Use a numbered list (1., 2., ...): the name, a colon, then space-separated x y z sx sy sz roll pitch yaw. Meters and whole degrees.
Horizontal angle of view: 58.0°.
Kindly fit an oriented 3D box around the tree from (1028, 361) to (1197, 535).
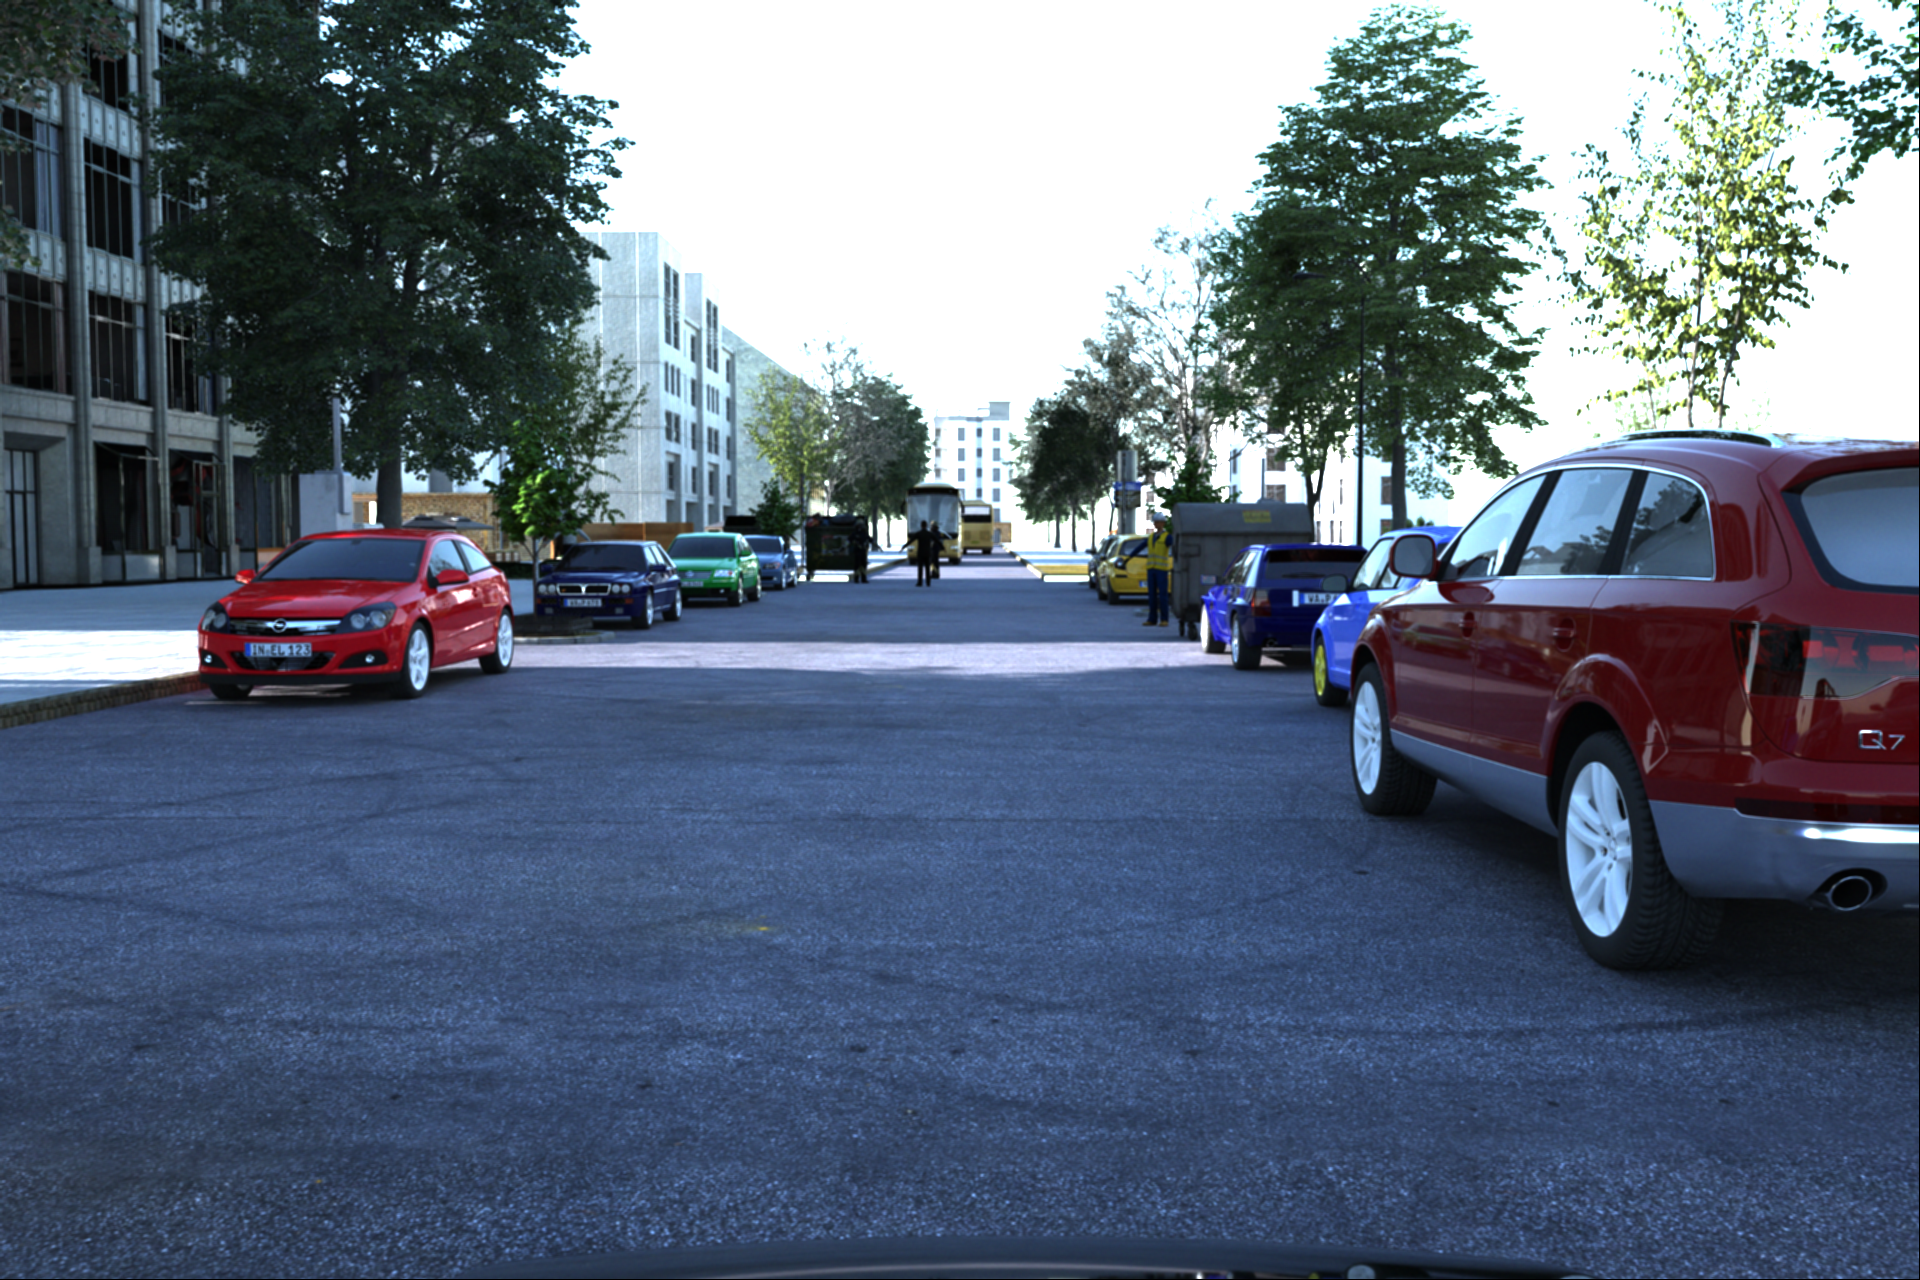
1. tree: 7.612 -9.342 87.155 8.767 10.594 7.601 -1 4 -15

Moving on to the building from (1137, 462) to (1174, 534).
1. building: 25.276 -16.300 208.652 9.099 9.664 28.070 0 4 1

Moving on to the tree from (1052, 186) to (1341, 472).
1. tree: 8.439 -9.276 62.027 12.009 13.543 11.850 0 3 0

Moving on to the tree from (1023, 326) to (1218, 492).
1. tree: 7.287 -8.663 76.057 8.767 10.594 7.601 -1 4 -20

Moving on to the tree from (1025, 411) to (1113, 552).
1. tree: 7.879 -11.529 122.915 7.601 10.594 8.767 -2 4 -33

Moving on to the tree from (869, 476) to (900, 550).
1. tree: -6.653 -11.779 142.954 4.360 8.622 3.978 0 3 0

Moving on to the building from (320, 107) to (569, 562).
1. building: -25.480 -13.530 77.632 16.016 20.090 11.380 0 3 0

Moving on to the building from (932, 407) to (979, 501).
1. building: -3.691 -23.876 249.247 11.380 20.090 16.016 0 4 3

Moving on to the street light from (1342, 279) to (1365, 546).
1. street light: 7.686 -3.566 30.847 1.470 5.913 1.316 0 4 1

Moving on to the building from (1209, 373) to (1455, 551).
1. building: 21.374 -9.913 104.233 9.099 9.664 28.070 0 4 1

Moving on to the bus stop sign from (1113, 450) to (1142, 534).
1. bus stop sign: 5.273 -4.018 54.706 0.837 3.901 0.837 0 4 0

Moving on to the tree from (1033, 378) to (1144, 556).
1. tree: 7.374 -10.060 98.895 7.601 10.594 8.767 -3 4 -37

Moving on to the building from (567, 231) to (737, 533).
1. building: -25.717 -15.336 117.204 16.747 18.905 31.486 0 4 1

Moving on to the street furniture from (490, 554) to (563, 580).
1. street furniture: -11.847 -2.314 53.463 5.734 0.657 10.072 1 4 17

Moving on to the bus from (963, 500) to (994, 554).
1. bus: 1.003 -8.136 124.571 2.896 3.916 12.252 0 4 0

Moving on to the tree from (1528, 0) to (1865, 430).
1. tree: 9.415 -4.384 22.039 4.737 8.622 4.395 0 3 0

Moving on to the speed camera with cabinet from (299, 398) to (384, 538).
1. speed camera with cabinet: -9.270 -1.937 26.010 0.660 3.252 2.038 0 3 0

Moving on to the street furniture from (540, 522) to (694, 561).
1. street furniture: -12.145 -3.811 69.165 9.812 1.723 11.010 -1 4 -17

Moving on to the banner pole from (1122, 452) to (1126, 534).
1. banner pole: 5.014 -3.844 52.873 0.401 3.779 0.863 0 4 1

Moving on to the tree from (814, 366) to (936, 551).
1. tree: -6.568 -13.711 130.829 9.857 13.997 8.962 0 3 0

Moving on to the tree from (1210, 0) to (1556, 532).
1. tree: 9.241 -7.318 37.773 7.486 12.596 7.792 0 3 0

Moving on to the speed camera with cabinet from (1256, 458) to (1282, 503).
1. speed camera with cabinet: 8.029 -3.053 44.256 0.660 3.252 2.038 0 4 1

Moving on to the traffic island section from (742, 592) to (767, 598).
1. traffic island section: -5.486 -1.031 39.724 1.991 0.108 1.994 0 4 1

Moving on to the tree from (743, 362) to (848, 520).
1. tree: -7.314 -7.613 74.833 4.737 8.622 4.395 0 3 0

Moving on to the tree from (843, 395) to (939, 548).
1. tree: -6.485 -15.222 155.528 9.857 13.997 8.962 0 3 0

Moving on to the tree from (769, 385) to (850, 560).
1. tree: -7.929 -8.312 86.265 4.360 8.622 3.978 0 3 0

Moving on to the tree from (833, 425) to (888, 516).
1. tree: -7.589 -10.215 117.381 4.360 8.622 3.978 0 3 0

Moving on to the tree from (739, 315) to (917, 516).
1. tree: -7.363 -11.416 97.029 12.009 13.543 11.850 0 3 0

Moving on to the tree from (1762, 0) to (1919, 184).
1. tree: 10.260 -5.375 13.633 9.928 11.665 9.643 0 3 0

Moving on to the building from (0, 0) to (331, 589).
1. building: -27.057 -13.574 38.587 14.369 24.946 33.146 0 4 2

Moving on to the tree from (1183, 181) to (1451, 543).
1. tree: 10.172 -7.563 49.404 9.928 11.665 9.643 0 3 0

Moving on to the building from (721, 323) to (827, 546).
1. building: -24.785 -21.883 188.717 19.493 23.208 18.063 0 4 0

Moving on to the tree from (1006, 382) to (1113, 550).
1. tree: 9.083 -14.023 139.642 12.009 13.543 11.850 0 3 0

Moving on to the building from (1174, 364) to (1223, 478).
1. building: 28.792 -20.415 190.204 16.016 20.090 11.380 0 4 1

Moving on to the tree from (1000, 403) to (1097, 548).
1. tree: 8.817 -15.373 158.007 9.857 13.997 8.962 0 3 0

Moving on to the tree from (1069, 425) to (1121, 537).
1. tree: 8.375 -9.655 108.215 4.360 8.622 3.978 0 3 0

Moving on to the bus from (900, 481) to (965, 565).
1. bus: -1.155 -5.674 84.313 2.896 3.916 12.252 0 4 1

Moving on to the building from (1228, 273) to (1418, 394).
1. building: 25.459 -16.821 131.443 16.016 20.090 11.380 0 4 1

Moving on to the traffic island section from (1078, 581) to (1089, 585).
1. traffic island section: 4.366 -1.614 49.260 1.991 0.108 1.994 0 4 0
